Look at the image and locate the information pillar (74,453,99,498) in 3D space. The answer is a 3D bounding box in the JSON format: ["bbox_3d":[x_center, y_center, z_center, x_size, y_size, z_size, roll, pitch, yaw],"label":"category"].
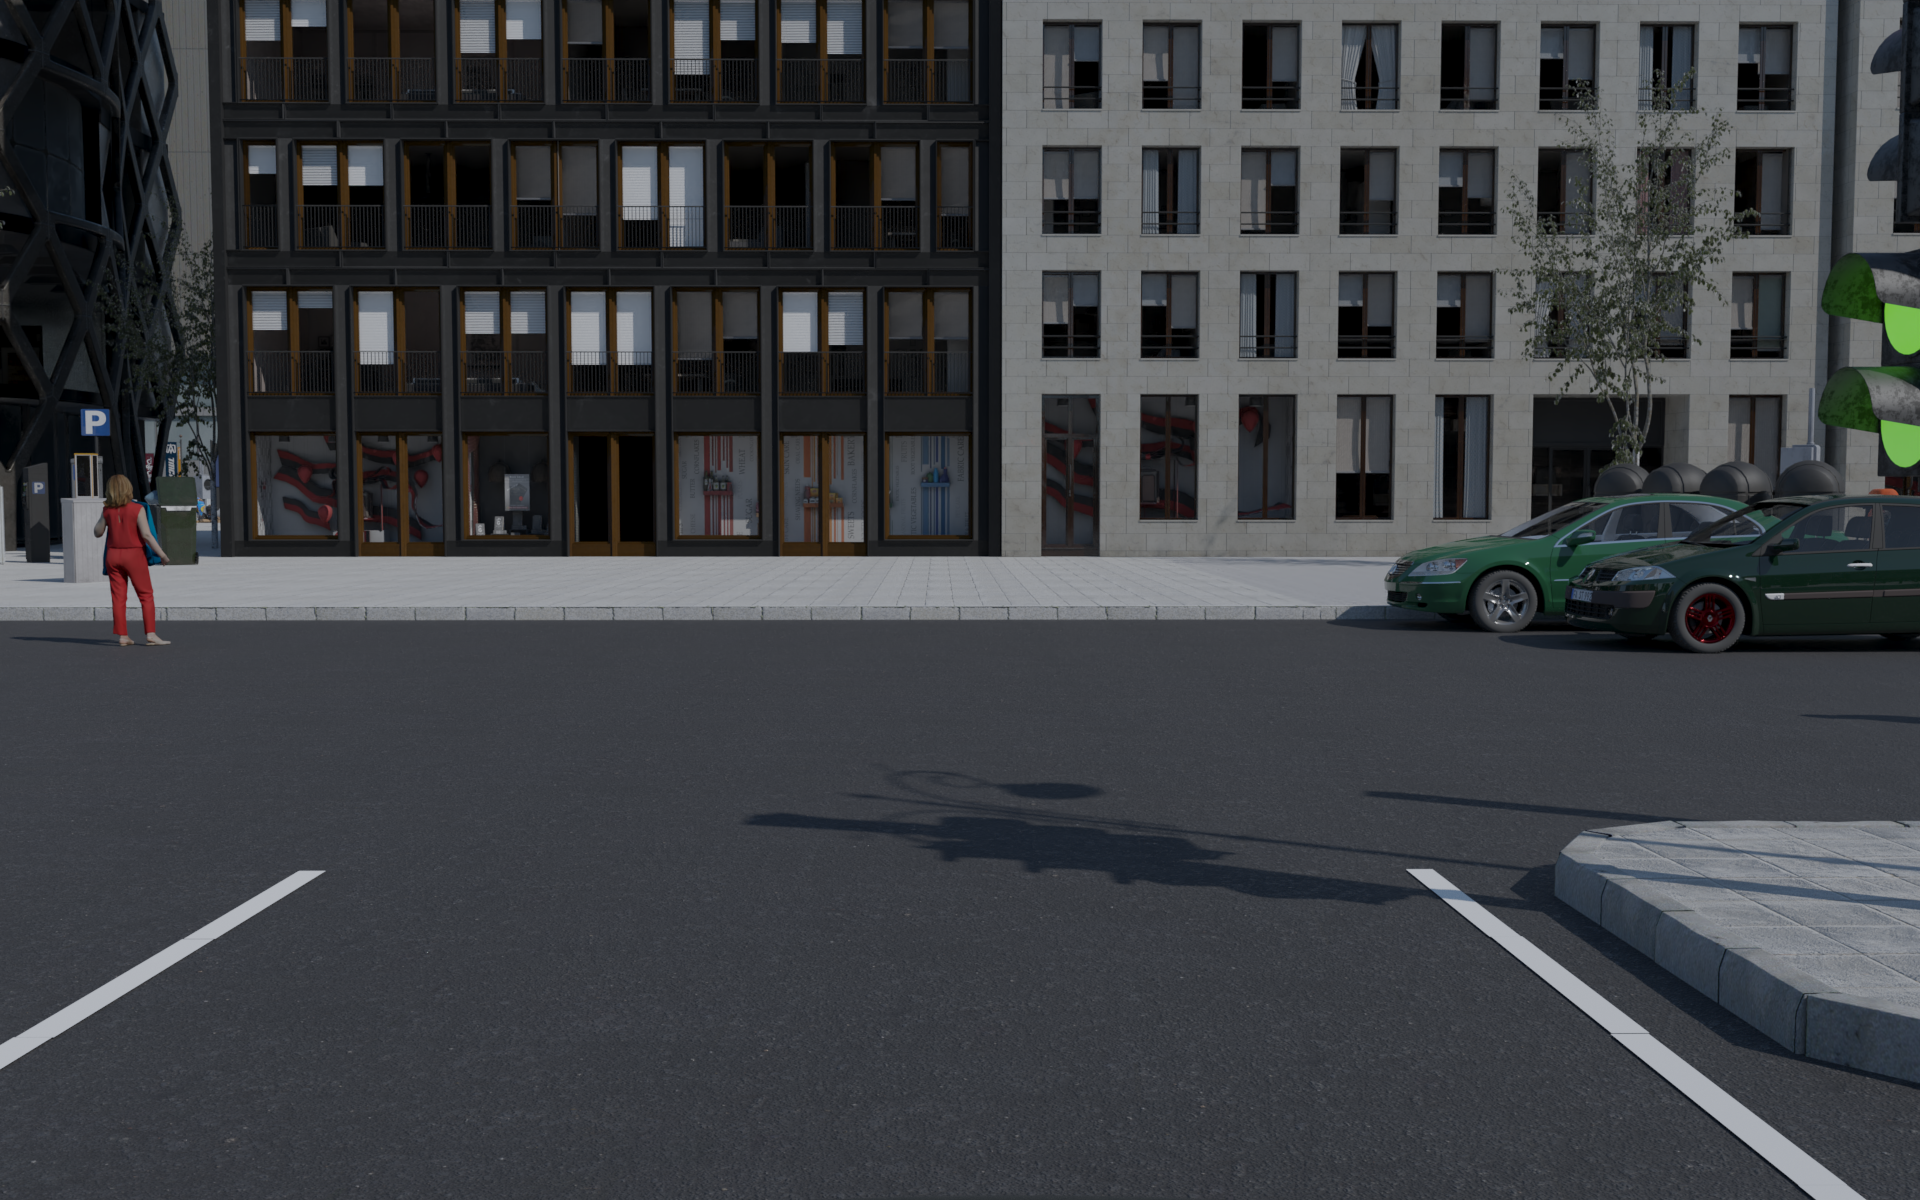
[{"bbox_3d":[-15.851,-1.650,31.473,0.304,2.012,0.304,0,4,-7],"label":"information pillar"}]

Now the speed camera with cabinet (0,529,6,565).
[{"bbox_3d":[-18.418,-2.255,31.200,2.038,3.252,0.660,-2,4,-27],"label":"speed camera with cabinet"}]

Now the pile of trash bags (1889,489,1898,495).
[{"bbox_3d":[15.392,-1.086,27.505,1.912,1.369,3.447,0,4,-2],"label":"pile of trash bags"}]

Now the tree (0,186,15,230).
[{"bbox_3d":[-16.746,-4.608,25.705,4.360,8.622,3.978,0,3,0],"label":"tree"}]

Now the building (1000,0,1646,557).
[{"bbox_3d":[9.196,-11.326,39.935,16.860,20.320,10.420,0,4,-1],"label":"building"}]

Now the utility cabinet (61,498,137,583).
[{"bbox_3d":[-12.591,-0.870,25.386,0.306,1.237,1.020,2,4,29],"label":"utility cabinet"}]

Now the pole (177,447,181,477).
[{"bbox_3d":[-33.972,-4.992,75.462,0.158,3.312,0.155,0,3,0],"label":"pole"}]

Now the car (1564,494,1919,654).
[{"bbox_3d":[7.925,-0.400,16.332,4.222,1.686,2.009,0,4,-1],"label":"car"}]

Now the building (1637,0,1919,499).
[{"bbox_3d":[26.268,-11.319,39.815,16.860,20.320,10.420,0,4,-1],"label":"building"}]

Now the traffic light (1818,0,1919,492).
[{"bbox_3d":[3.091,-0.997,5.217,0.839,4.253,0.868,0,4,-1],"label":"traffic light"}]

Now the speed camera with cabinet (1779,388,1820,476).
[{"bbox_3d":[16.136,-2.368,33.057,0.660,3.252,2.038,3,4,36],"label":"speed camera with cabinet"}]

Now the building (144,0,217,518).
[{"bbox_3d":[-39.133,-31.531,104.770,28.713,52.752,27.495,0,4,-1],"label":"building"}]

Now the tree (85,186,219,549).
[{"bbox_3d":[-17.790,-5.512,40.486,4.360,8.622,3.978,0,3,0],"label":"tree"}]

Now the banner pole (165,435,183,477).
[{"bbox_3d":[-33.022,-5.072,72.942,0.863,3.779,0.401,-2,4,-33],"label":"banner pole"}]

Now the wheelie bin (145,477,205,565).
[{"bbox_3d":[-14.220,-1.435,31.367,0.980,1.594,0.693,-2,4,-31],"label":"wheelie bin"}]

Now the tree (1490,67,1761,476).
[{"bbox_3d":[11.334,-4.843,29.552,4.360,8.622,3.978,0,3,0],"label":"tree"}]

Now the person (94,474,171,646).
[{"bbox_3d":[-7.845,-0.378,16.393,0.593,1.614,0.444,2,4,24],"label":"person"}]

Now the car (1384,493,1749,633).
[{"bbox_3d":[7.078,-0.423,18.712,4.920,1.459,2.131,0,4,1],"label":"car"}]

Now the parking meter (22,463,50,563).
[{"bbox_3d":[-17.296,-1.633,32.411,0.255,1.863,0.399,3,5,41],"label":"parking meter"}]

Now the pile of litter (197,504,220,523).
[{"bbox_3d":[-33.366,-3.860,77.071,1.719,0.858,1.176,0,4,7],"label":"pile of litter"}]

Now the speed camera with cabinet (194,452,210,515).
[{"bbox_3d":[-36.050,-5.323,81.359,0.660,3.252,2.038,1,4,21],"label":"speed camera with cabinet"}]

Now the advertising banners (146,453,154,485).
[{"bbox_3d":[-33.767,-4.738,73.653,2.074,3.025,0.090,1,4,9],"label":"advertising banners"}]

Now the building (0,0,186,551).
[{"bbox_3d":[-29.099,-10.693,42.284,16.811,18.784,16.820,0,4,-1],"label":"building"}]

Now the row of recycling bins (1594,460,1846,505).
[{"bbox_3d":[9.647,-0.927,22.275,1.069,1.692,3.534,-2,4,-30],"label":"row of recycling bins"}]

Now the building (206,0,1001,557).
[{"bbox_3d":[-7.162,-12.904,40.652,15.834,23.373,12.332,0,4,-1],"label":"building"}]

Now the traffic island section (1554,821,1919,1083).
[{"bbox_3d":[3.131,1.037,5.332,2.009,0.180,2.903,0,4,-1],"label":"traffic island section"}]

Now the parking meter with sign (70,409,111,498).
[{"bbox_3d":[-17.557,-2.356,34.780,0.543,3.016,1.738,-1,4,-11],"label":"parking meter with sign"}]

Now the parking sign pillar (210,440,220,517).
[{"bbox_3d":[-36.514,-5.973,86.137,1.447,3.967,1.447,-3,4,-38],"label":"parking sign pillar"}]
